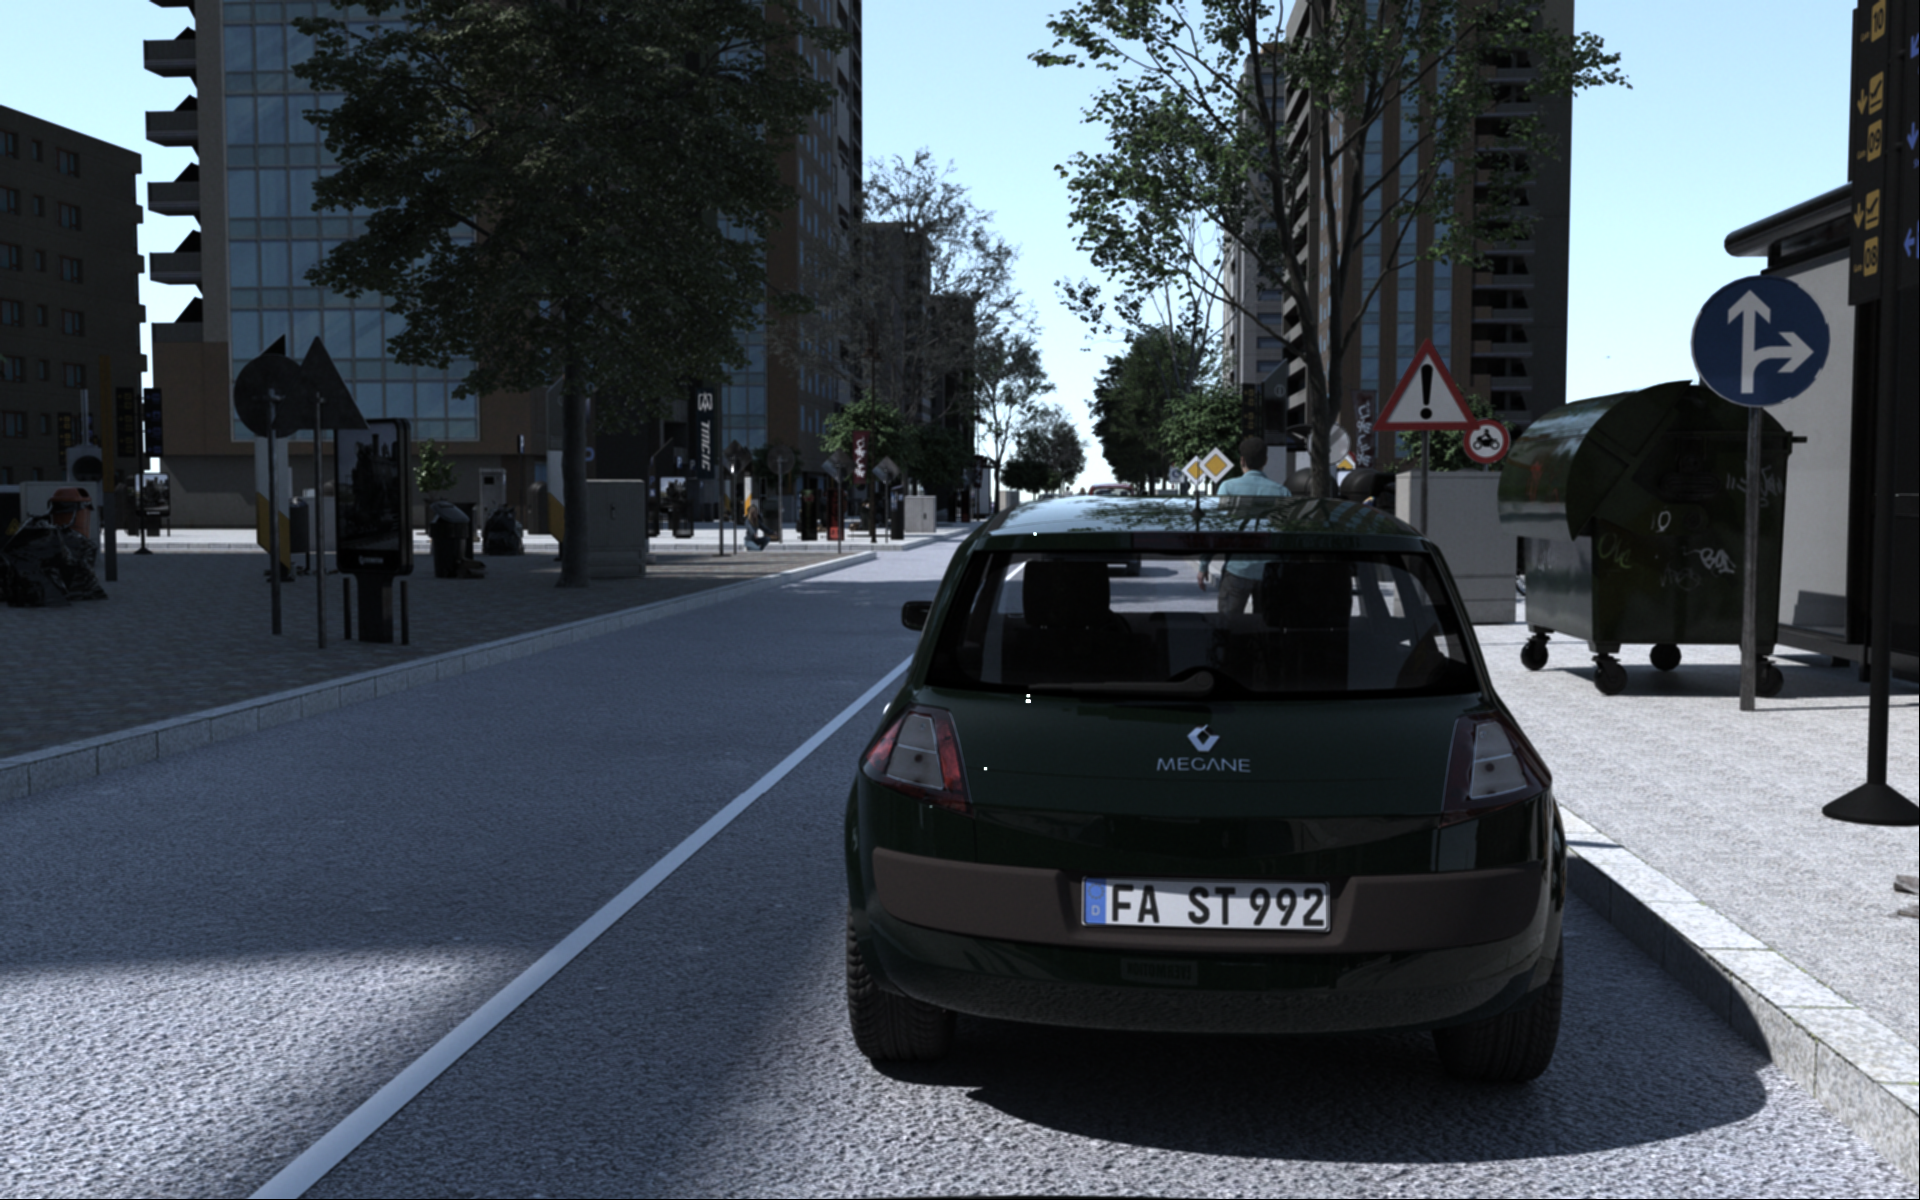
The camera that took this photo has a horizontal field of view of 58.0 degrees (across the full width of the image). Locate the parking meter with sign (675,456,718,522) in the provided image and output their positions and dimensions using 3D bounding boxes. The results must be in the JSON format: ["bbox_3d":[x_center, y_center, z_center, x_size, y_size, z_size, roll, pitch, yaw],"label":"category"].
[{"bbox_3d":[-12.212,-5.112,79.847,1.738,3.016,0.543,1,4,17],"label":"parking meter with sign"}]

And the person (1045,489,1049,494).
[{"bbox_3d":[5.699,-6.413,113.575,0.641,1.798,0.478,-1,4,-13],"label":"person"}]

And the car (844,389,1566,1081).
[{"bbox_3d":[0.730,0.250,5.697,2.009,1.686,4.222,0,4,6],"label":"car"}]

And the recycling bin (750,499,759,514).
[{"bbox_3d":[-9.354,-4.185,80.981,0.722,1.027,0.722,1,4,10],"label":"recycling bin"}]

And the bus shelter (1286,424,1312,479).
[{"bbox_3d":[10.155,-3.592,52.656,2.014,3.302,5.546,0,4,5],"label":"bus shelter"}]

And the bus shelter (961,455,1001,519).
[{"bbox_3d":[1.011,-5.987,91.812,2.014,3.302,5.546,0,4,5],"label":"bus shelter"}]

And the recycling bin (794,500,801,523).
[{"bbox_3d":[-7.377,-4.016,78.216,0.722,1.027,0.722,3,4,36],"label":"recycling bin"}]

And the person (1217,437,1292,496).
[{"bbox_3d":[1.980,-0.202,11.816,0.660,1.820,0.620,-1,4,-13],"label":"person"}]

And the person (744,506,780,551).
[{"bbox_3d":[-4.639,-1.607,40.270,0.738,1.151,1.012,3,4,38],"label":"person"}]

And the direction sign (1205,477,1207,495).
[{"bbox_3d":[14.116,-6.395,96.560,0.379,3.537,0.876,-3,5,-40],"label":"direction sign"}]

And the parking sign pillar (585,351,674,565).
[{"bbox_3d":[-6.271,-2.628,31.441,1.447,3.967,1.447,2,4,35],"label":"parking sign pillar"}]

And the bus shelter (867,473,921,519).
[{"bbox_3d":[-3.136,-6.317,80.907,2.179,5.291,8.768,0,4,5],"label":"bus shelter"}]

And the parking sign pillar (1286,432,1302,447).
[{"bbox_3d":[10.717,-4.234,57.693,1.447,3.967,1.447,1,4,10],"label":"parking sign pillar"}]

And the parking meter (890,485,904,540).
[{"bbox_3d":[-1.765,-2.464,48.696,0.372,1.533,0.369,0,3,0],"label":"parking meter"}]

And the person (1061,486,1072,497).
[{"bbox_3d":[5.493,-4.947,89.230,0.661,1.843,0.795,1,4,19],"label":"person"}]

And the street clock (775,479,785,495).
[{"bbox_3d":[-8.459,-4.690,81.253,0.471,2.002,0.358,3,5,42],"label":"street clock"}]

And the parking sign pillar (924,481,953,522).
[{"bbox_3d":[-1.010,-5.688,81.473,1.447,3.967,1.447,-1,4,-20],"label":"parking sign pillar"}]

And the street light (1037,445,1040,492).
[{"bbox_3d":[7.255,-11.381,158.864,0.468,5.910,1.993,0,4,5],"label":"street light"}]

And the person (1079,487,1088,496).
[{"bbox_3d":[6.510,-5.052,91.289,0.537,1.800,0.526,0,4,8],"label":"person"}]

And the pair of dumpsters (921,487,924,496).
[{"bbox_3d":[-2.800,-5.289,88.963,1.574,2.255,4.437,0,4,5],"label":"pair of dumpsters"}]

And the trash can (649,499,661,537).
[{"bbox_3d":[-9.297,-2.457,51.833,0.748,1.137,0.748,0,3,0],"label":"trash can"}]

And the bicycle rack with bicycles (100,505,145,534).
[{"bbox_3d":[-27.725,-2.626,56.317,2.852,0.926,2.925,-1,4,-21],"label":"bicycle rack with bicycles"}]

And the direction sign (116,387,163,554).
[{"bbox_3d":[-17.466,-2.748,36.934,0.876,3.537,0.379,-1,4,-22],"label":"direction sign"}]

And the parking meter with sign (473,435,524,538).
[{"bbox_3d":[-13.756,-3.349,51.013,1.738,3.016,0.543,0,4,-3],"label":"parking meter with sign"}]

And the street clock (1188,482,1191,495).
[{"bbox_3d":[12.872,-5.747,98.538,0.471,2.002,0.358,3,4,36],"label":"street clock"}]

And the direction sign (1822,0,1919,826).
[{"bbox_3d":[3.631,-0.903,6.761,0.379,3.537,0.876,1,4,9],"label":"direction sign"}]

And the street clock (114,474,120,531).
[{"bbox_3d":[-29.564,-3.415,60.400,0.471,2.002,0.358,-1,4,-13],"label":"street clock"}]

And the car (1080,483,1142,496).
[{"bbox_3d":[5.384,-3.237,61.599,2.281,1.827,5.304,0,4,4],"label":"car"}]

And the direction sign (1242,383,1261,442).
[{"bbox_3d":[6.127,-2.671,35.674,0.876,3.537,0.379,-2,4,-34],"label":"direction sign"}]

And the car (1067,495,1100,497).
[{"bbox_3d":[2.458,-1.213,31.835,2.014,1.417,4.499,0,4,6],"label":"car"}]

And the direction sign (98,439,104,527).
[{"bbox_3d":[-33.147,-4.574,66.790,0.379,3.537,0.876,1,4,18],"label":"direction sign"}]

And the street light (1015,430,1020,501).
[{"bbox_3d":[4.127,-9.103,121.622,0.468,5.910,1.993,0,4,5],"label":"street light"}]

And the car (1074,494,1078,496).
[{"bbox_3d":[14.755,-12.378,214.379,2.014,1.417,4.499,0,4,4],"label":"car"}]

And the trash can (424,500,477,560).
[{"bbox_3d":[-8.307,-1.027,28.437,0.748,1.137,0.748,0,3,0],"label":"trash can"}]

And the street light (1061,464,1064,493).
[{"bbox_3d":[14.334,-16.448,241.708,0.468,5.910,1.993,0,4,5],"label":"street light"}]

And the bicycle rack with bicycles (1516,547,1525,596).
[{"bbox_3d":[6.923,-0.482,21.256,2.852,0.926,2.925,0,4,-7],"label":"bicycle rack with bicycles"}]

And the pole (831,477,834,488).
[{"bbox_3d":[-6.650,-5.897,90.255,0.158,3.312,0.155,0,3,0],"label":"pole"}]

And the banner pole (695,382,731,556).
[{"bbox_3d":[-5.125,-2.799,35.783,0.863,3.779,0.401,2,4,31],"label":"banner pole"}]

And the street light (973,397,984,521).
[{"bbox_3d":[0.861,-6.721,82.672,0.468,5.910,1.993,0,4,5],"label":"street light"}]

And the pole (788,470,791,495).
[{"bbox_3d":[-9.201,-6.095,93.499,0.158,3.312,0.155,0,3,0],"label":"pole"}]

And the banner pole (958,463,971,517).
[{"bbox_3d":[0.292,-6.641,98.597,0.863,3.779,0.401,2,4,24],"label":"banner pole"}]

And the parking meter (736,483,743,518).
[{"bbox_3d":[-11.614,-5.227,91.176,0.255,1.863,0.399,-3,5,-43],"label":"parking meter"}]

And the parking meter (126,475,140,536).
[{"bbox_3d":[-25.533,-2.920,53.457,0.255,1.863,0.399,-1,4,-9],"label":"parking meter"}]

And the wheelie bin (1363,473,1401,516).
[{"bbox_3d":[6.413,-1.073,25.449,0.980,1.594,0.693,-1,4,-11],"label":"wheelie bin"}]

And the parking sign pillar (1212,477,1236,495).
[{"bbox_3d":[9.398,-4.369,59.907,1.447,3.967,1.447,-1,4,-10],"label":"parking sign pillar"}]

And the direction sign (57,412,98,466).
[{"bbox_3d":[-24.493,-3.428,48.045,0.876,3.537,0.379,-1,4,-21],"label":"direction sign"}]

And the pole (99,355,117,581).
[{"bbox_3d":[-12.556,-1.938,25.526,0.158,3.312,0.155,0,3,0],"label":"pole"}]

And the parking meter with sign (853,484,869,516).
[{"bbox_3d":[-5.828,-6.436,101.494,0.543,3.016,1.738,2,4,29],"label":"parking meter with sign"}]

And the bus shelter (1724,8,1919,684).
[{"bbox_3d":[6.995,-2.107,12.087,2.179,5.291,8.768,0,4,5],"label":"bus shelter"}]

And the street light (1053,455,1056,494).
[{"bbox_3d":[11.140,-14.170,204.471,0.468,5.910,1.993,0,4,5],"label":"street light"}]

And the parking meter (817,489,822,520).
[{"bbox_3d":[-7.039,-4.748,86.044,0.372,1.533,0.369,0,3,0],"label":"parking meter"}]

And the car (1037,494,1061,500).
[{"bbox_3d":[5.189,-5.364,99.493,2.131,1.459,4.920,0,4,4],"label":"car"}]

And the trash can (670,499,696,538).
[{"bbox_3d":[-8.053,-2.367,50.350,0.748,1.137,0.748,0,3,0],"label":"trash can"}]

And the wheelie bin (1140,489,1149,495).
[{"bbox_3d":[11.992,-6.434,113.103,0.693,1.594,0.980,0,4,1],"label":"wheelie bin"}]

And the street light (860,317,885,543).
[{"bbox_3d":[-2.270,-4.441,45.405,0.468,5.910,1.993,0,4,5],"label":"street light"}]
